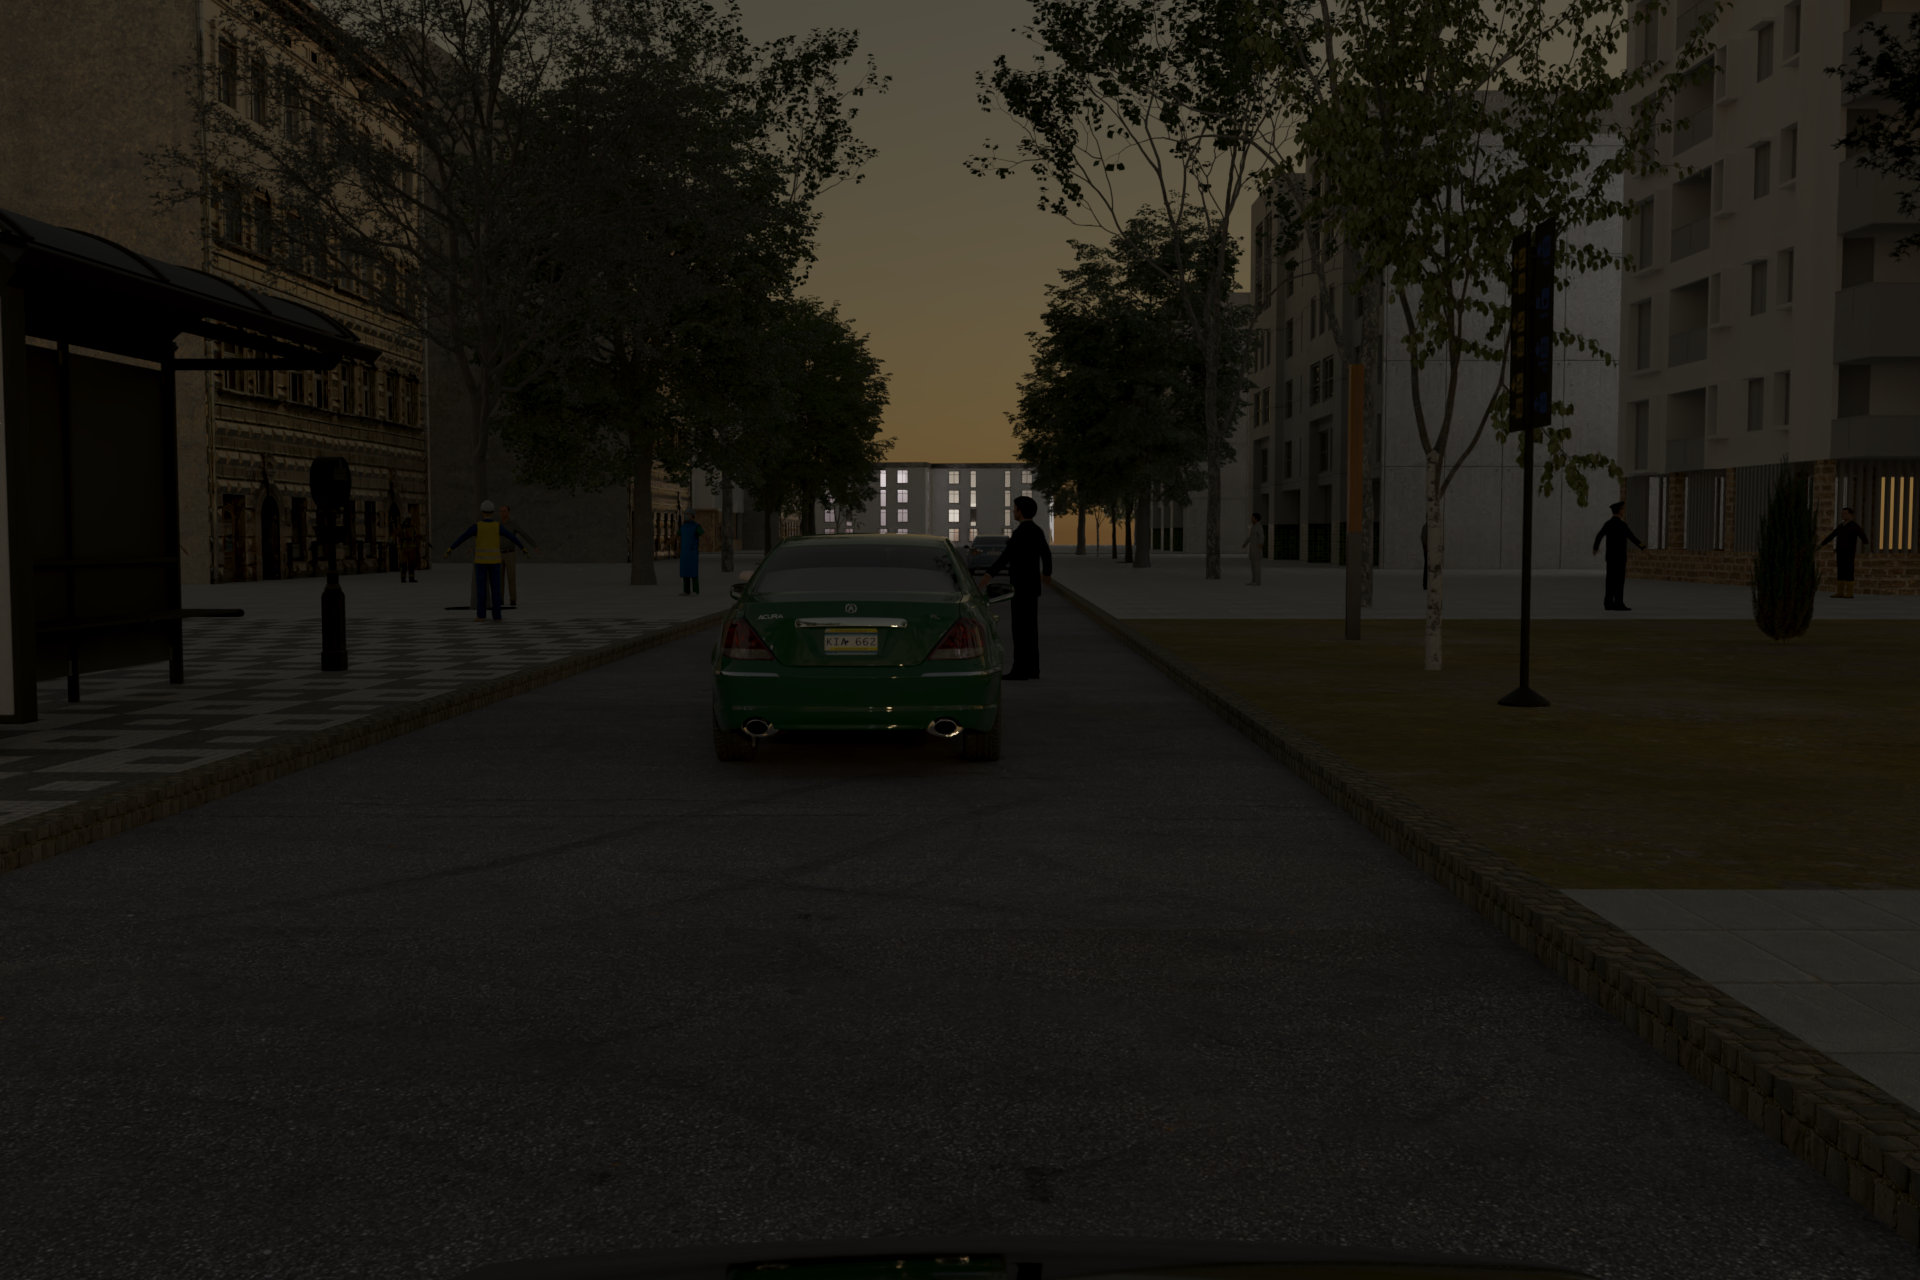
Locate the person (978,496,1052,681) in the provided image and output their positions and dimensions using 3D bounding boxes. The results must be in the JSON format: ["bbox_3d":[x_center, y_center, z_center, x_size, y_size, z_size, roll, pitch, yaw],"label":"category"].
[{"bbox_3d":[0.612,-0.516,17.075,0.705,1.806,1.347,2,4,31],"label":"person"}]

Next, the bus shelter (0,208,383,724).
[{"bbox_3d":[-6.041,-1.124,12.302,2.014,3.302,5.546,0,4,1],"label":"bus shelter"}]

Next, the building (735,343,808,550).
[{"bbox_3d":[-23.454,-19.363,147.509,19.493,23.208,18.063,0,4,1],"label":"building"}]

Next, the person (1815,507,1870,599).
[{"bbox_3d":[17.677,-1.741,34.605,0.704,1.812,1.346,-1,4,-18],"label":"person"}]

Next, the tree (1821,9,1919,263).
[{"bbox_3d":[10.919,-4.872,14.069,7.601,10.594,8.767,0,4,7],"label":"tree"}]

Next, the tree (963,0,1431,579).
[{"bbox_3d":[6.376,-11.719,47.495,12.611,20.169,13.585,0,3,0],"label":"tree"}]

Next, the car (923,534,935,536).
[{"bbox_3d":[-1.657,-3.892,73.414,2.009,1.686,4.222,0,4,1],"label":"car"}]

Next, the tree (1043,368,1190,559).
[{"bbox_3d":[8.138,-9.507,89.853,8.767,10.594,7.601,1,4,15],"label":"tree"}]

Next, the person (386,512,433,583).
[{"bbox_3d":[-14.580,-2.444,45.733,0.705,1.858,1.354,3,5,41],"label":"person"}]

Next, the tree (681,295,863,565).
[{"bbox_3d":[-8.011,-9.003,72.955,9.928,11.665,9.643,0,3,0],"label":"tree"}]

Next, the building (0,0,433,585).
[{"bbox_3d":[-28.206,-13.541,52.323,19.493,23.208,18.063,0,3,0],"label":"building"}]

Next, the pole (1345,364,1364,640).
[{"bbox_3d":[4.773,-1.658,20.950,0.158,3.312,0.155,0,3,0],"label":"pole"}]

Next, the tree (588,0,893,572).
[{"bbox_3d":[-9.173,-12.321,57.335,12.611,20.169,13.585,0,3,0],"label":"tree"}]

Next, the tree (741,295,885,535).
[{"bbox_3d":[-7.113,-10.072,82.808,7.486,12.596,7.792,0,3,0],"label":"tree"}]

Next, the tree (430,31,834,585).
[{"bbox_3d":[-8.099,-8.359,43.318,9.857,13.997,8.962,0,3,0],"label":"tree"}]

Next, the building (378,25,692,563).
[{"bbox_3d":[-23.800,-15.504,84.423,19.493,23.208,18.063,0,4,0],"label":"building"}]

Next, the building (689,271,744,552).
[{"bbox_3d":[-22.410,-16.417,124.832,16.016,20.090,11.380,0,4,1],"label":"building"}]

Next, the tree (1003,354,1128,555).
[{"bbox_3d":[7.454,-12.207,106.232,9.857,13.997,8.962,0,3,0],"label":"tree"}]

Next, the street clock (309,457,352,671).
[{"bbox_3d":[-5.879,-0.713,16.225,0.358,2.002,0.471,0,4,0],"label":"street clock"}]

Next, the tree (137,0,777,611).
[{"bbox_3d":[-8.025,-7.248,28.882,12.009,13.543,11.850,0,3,0],"label":"tree"}]

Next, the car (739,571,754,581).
[{"bbox_3d":[-1.509,-0.502,20.574,2.083,1.381,4.827,0,4,0],"label":"car"}]

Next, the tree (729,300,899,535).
[{"bbox_3d":[-8.207,-11.443,93.752,9.857,13.997,8.962,0,3,0],"label":"tree"}]

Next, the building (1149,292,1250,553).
[{"bbox_3d":[24.176,-16.441,135.267,16.747,18.905,31.486,0,4,1],"label":"building"}]

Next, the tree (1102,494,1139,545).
[{"bbox_3d":[20.248,-17.789,197.498,9.857,13.997,8.962,0,3,0],"label":"tree"}]

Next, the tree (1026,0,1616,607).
[{"bbox_3d":[7.588,-10.731,31.343,12.611,20.169,13.585,0,3,0],"label":"tree"}]

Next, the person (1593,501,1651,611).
[{"bbox_3d":[11.045,-1.416,29.080,0.705,1.837,1.347,-1,4,-20],"label":"person"}]

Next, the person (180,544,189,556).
[{"bbox_3d":[-13.489,-1.352,28.908,0.721,1.733,1.217,3,4,39],"label":"person"}]

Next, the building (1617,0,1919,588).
[{"bbox_3d":[24.247,-11.741,48.379,16.016,20.090,11.380,0,4,0],"label":"building"}]

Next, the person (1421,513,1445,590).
[{"bbox_3d":[10.844,-2.064,39.878,0.705,1.813,1.348,2,4,33],"label":"person"}]

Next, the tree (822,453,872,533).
[{"bbox_3d":[-7.497,-9.489,105.508,4.360,8.622,3.978,0,3,0],"label":"tree"}]

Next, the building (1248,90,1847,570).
[{"bbox_3d":[23.812,-12.925,77.777,16.747,18.905,31.486,0,4,1],"label":"building"}]

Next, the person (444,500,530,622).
[{"bbox_3d":[-6.915,-1.155,25.346,1.216,1.772,0.721,-1,4,-22],"label":"person"}]

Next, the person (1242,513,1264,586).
[{"bbox_3d":[7.353,-2.266,43.233,0.705,1.806,1.347,-1,4,-9],"label":"person"}]

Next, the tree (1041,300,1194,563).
[{"bbox_3d":[7.471,-9.236,76.771,9.928,11.665,9.643,0,3,0],"label":"tree"}]

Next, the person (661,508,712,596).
[{"bbox_3d":[-5.590,-1.809,35.709,1.347,1.817,0.704,2,4,33],"label":"person"}]

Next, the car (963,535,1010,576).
[{"bbox_3d":[1.129,-3.006,61.149,2.014,1.417,4.499,0,4,0],"label":"car"}]

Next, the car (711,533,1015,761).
[{"bbox_3d":[-0.647,-0.034,12.350,2.131,1.459,4.920,0,4,0],"label":"car"}]

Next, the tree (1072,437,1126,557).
[{"bbox_3d":[7.684,-9.008,97.647,4.360,8.622,3.978,0,3,0],"label":"tree"}]

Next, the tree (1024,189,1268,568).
[{"bbox_3d":[6.934,-9.738,65.870,9.857,13.997,8.962,0,3,0],"label":"tree"}]

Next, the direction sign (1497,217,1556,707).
[{"bbox_3d":[4.234,-1.278,12.898,0.379,3.537,0.876,0,3,0],"label":"direction sign"}]

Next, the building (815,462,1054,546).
[{"bbox_3d":[-3.282,-15.771,202.462,28.070,9.664,9.099,0,4,8],"label":"building"}]

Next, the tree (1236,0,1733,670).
[{"bbox_3d":[4.477,-4.007,15.873,4.737,8.622,4.395,0,3,0],"label":"tree"}]

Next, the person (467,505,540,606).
[{"bbox_3d":[-8.163,-1.516,31.065,1.348,1.796,0.705,0,4,5],"label":"person"}]

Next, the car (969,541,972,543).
[{"bbox_3d":[1.644,-5.932,109.358,2.083,1.381,4.827,0,4,-1],"label":"car"}]
